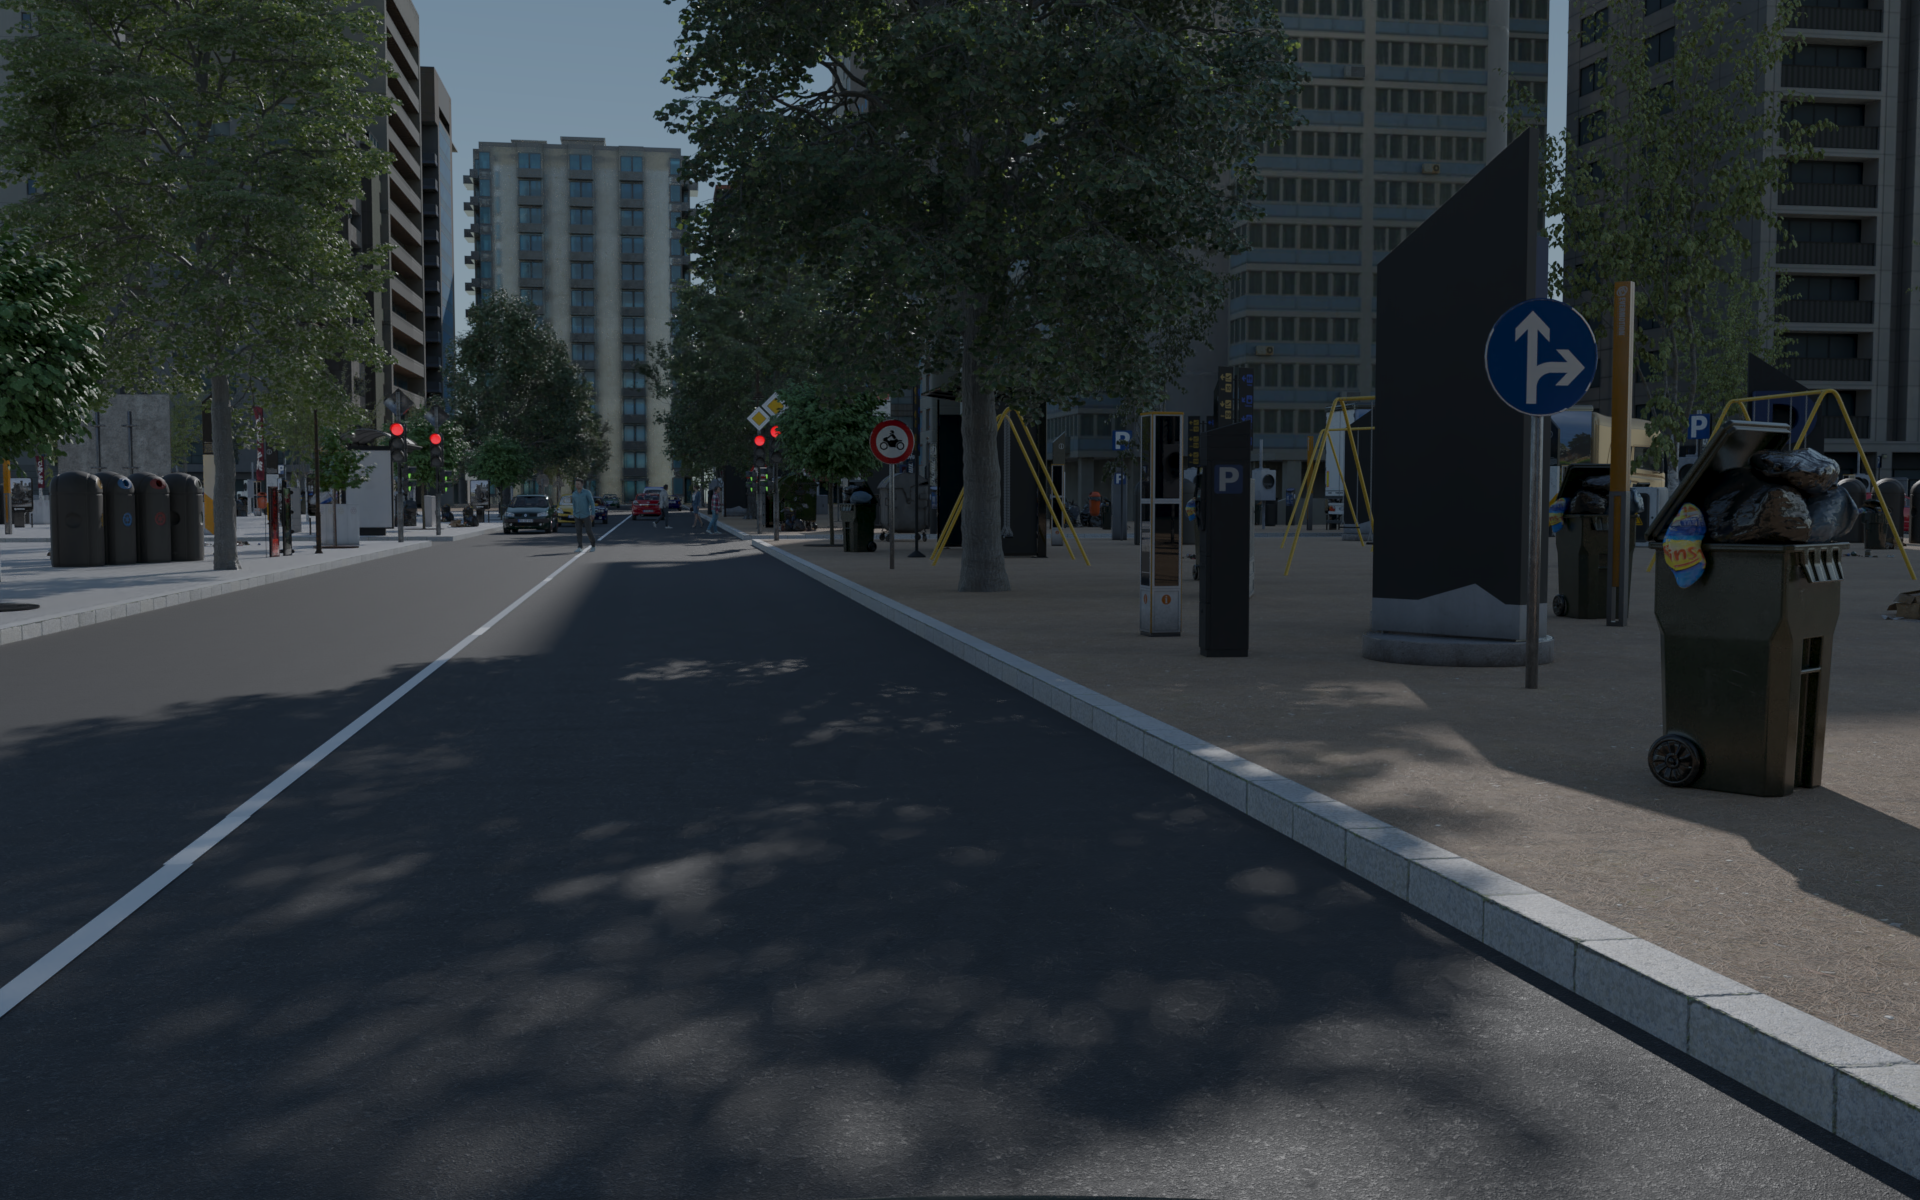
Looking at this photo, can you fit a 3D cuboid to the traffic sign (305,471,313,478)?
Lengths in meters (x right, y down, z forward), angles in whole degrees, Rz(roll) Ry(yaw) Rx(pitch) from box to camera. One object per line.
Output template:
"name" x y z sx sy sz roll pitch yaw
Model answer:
"traffic sign" -21.753 -3.596 58.796 0.884 2.594 0.081 -1 4 -10

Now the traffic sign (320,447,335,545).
"traffic sign" -15.191 -2.563 42.016 0.768 2.556 0.104 0 4 -5

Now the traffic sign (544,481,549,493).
"traffic sign" -30.282 -7.703 126.057 0.768 2.556 0.104 0 4 -1

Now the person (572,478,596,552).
"person" -9.296 -2.104 42.913 0.660 1.820 0.620 1 4 16

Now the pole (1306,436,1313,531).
"pole" 12.304 -4.101 60.889 0.158 3.312 0.155 0 3 0

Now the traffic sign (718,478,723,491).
"traffic sign" -15.178 -6.639 110.684 0.606 2.300 0.079 0 4 -5

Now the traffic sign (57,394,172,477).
"traffic sign" -17.259 -2.537 35.347 2.265 3.308 0.079 0 4 -2

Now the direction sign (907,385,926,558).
"direction sign" -0.879 -2.632 35.028 0.379 3.537 0.876 0 4 6

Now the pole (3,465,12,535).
"pole" -30.180 -3.731 54.845 0.158 3.312 0.155 0 3 0

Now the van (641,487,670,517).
"van" -19.686 -6.395 111.570 2.013 2.044 4.112 -1 4 -9

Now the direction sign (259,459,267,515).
"direction sign" -42.378 -6.955 105.718 0.876 3.537 0.379 1 4 15

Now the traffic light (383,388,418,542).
"traffic light" -14.841 -3.486 45.912 0.839 4.253 0.868 -1 4 -10

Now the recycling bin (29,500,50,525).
"recycling bin" -38.754 -3.705 73.135 0.722 1.027 0.722 1 4 8

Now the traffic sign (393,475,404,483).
"traffic sign" -23.065 -4.294 71.393 0.795 2.450 0.064 0 4 -1

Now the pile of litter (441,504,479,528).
"pile of litter" -19.355 -3.261 67.280 1.176 0.858 1.719 2 4 24

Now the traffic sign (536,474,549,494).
"traffic sign" -26.057 -6.605 108.104 0.768 2.556 0.104 0 4 -4

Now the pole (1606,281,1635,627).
"pole" 6.386 -1.400 16.740 0.158 3.312 0.155 0 3 0

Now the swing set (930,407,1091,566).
"swing set" 0.873 -2.133 32.502 2.862 2.851 3.119 0 4 -2

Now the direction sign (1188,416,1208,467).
"direction sign" 7.042 -3.561 50.226 0.876 3.537 0.379 1 4 10

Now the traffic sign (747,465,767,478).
"traffic sign" -6.721 -3.558 58.185 0.884 2.594 0.081 0 4 -3

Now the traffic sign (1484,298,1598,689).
"traffic sign" 3.775 -0.688 11.361 0.768 2.556 0.104 0 4 -7

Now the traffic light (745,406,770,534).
"traffic light" -6.446 -4.071 55.487 0.839 4.253 0.868 -1 4 -10

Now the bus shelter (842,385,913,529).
"bus shelter" -3.175 -5.144 61.739 2.179 5.291 8.768 -1 4 -10

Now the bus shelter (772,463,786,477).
"bus shelter" -11.005 -8.001 108.449 2.179 5.291 8.768 -1 4 -10

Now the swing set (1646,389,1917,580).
"swing set" 12.834 -1.817 27.327 2.862 2.851 3.119 0 4 -3

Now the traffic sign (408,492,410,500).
"traffic sign" -24.551 -4.711 77.125 0.768 2.556 0.104 0 4 -2

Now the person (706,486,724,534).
"person" -8.837 -3.245 62.399 0.643 1.720 0.563 -1 4 -10

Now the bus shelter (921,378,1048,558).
"bus shelter" 0.468 -2.835 37.627 1.731 3.624 6.357 -1 4 -10

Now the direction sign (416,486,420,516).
"direction sign" -32.499 -6.822 103.532 0.876 3.537 0.379 1 4 22

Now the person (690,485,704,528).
"person" -11.110 -3.960 73.273 0.654 1.822 0.581 -2 4 -26

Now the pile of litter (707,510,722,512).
"pile of litter" -17.460 -6.725 123.916 1.176 0.858 1.719 -1 4 -19

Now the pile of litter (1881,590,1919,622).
"pile of litter" 10.184 -0.244 17.962 1.719 0.858 1.176 -1 4 -23

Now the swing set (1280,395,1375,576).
"swing set" 7.191 -1.799 27.037 2.862 2.851 3.119 -3 5 -44

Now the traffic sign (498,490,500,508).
"traffic sign" -28.253 -6.484 106.125 0.768 2.556 0.104 0 4 -5

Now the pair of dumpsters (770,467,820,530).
"pair of dumpsters" -6.040 -3.731 63.491 1.574 2.255 4.437 -1 4 -10

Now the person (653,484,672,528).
"person" -12.382 -3.900 72.116 0.795 1.843 0.661 -2 4 -29

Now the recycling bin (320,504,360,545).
"recycling bin" -15.695 -1.911 43.801 0.722 1.027 0.722 3 5 39

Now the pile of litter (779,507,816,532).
"pile of litter" -5.772 -2.791 59.593 1.719 0.858 1.176 3 4 36

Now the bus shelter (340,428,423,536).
"bus shelter" -18.683 -3.781 55.741 2.014 3.302 5.546 -1 4 -10

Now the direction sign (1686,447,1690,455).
"direction sign" 34.999 -5.588 83.354 0.379 3.537 0.876 1 4 15

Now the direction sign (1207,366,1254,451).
"direction sign" 4.922 -2.384 30.970 0.876 3.537 0.379 -3 4 -37

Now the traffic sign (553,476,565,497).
"traffic sign" -28.635 -7.562 123.649 0.884 2.594 0.081 0 4 -4

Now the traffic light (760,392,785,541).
"traffic light" -5.078 -3.590 47.619 0.839 4.253 0.868 -1 4 -10

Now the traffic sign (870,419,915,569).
"traffic sign" -1.161 -1.801 29.560 0.768 2.556 0.104 0 4 -6

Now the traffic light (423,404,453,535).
"traffic light" -16.209 -3.967 53.780 0.839 4.253 0.868 -1 4 -10

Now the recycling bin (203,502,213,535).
"recycling bin" -23.606 -2.585 54.813 0.722 1.027 0.722 2 4 24
